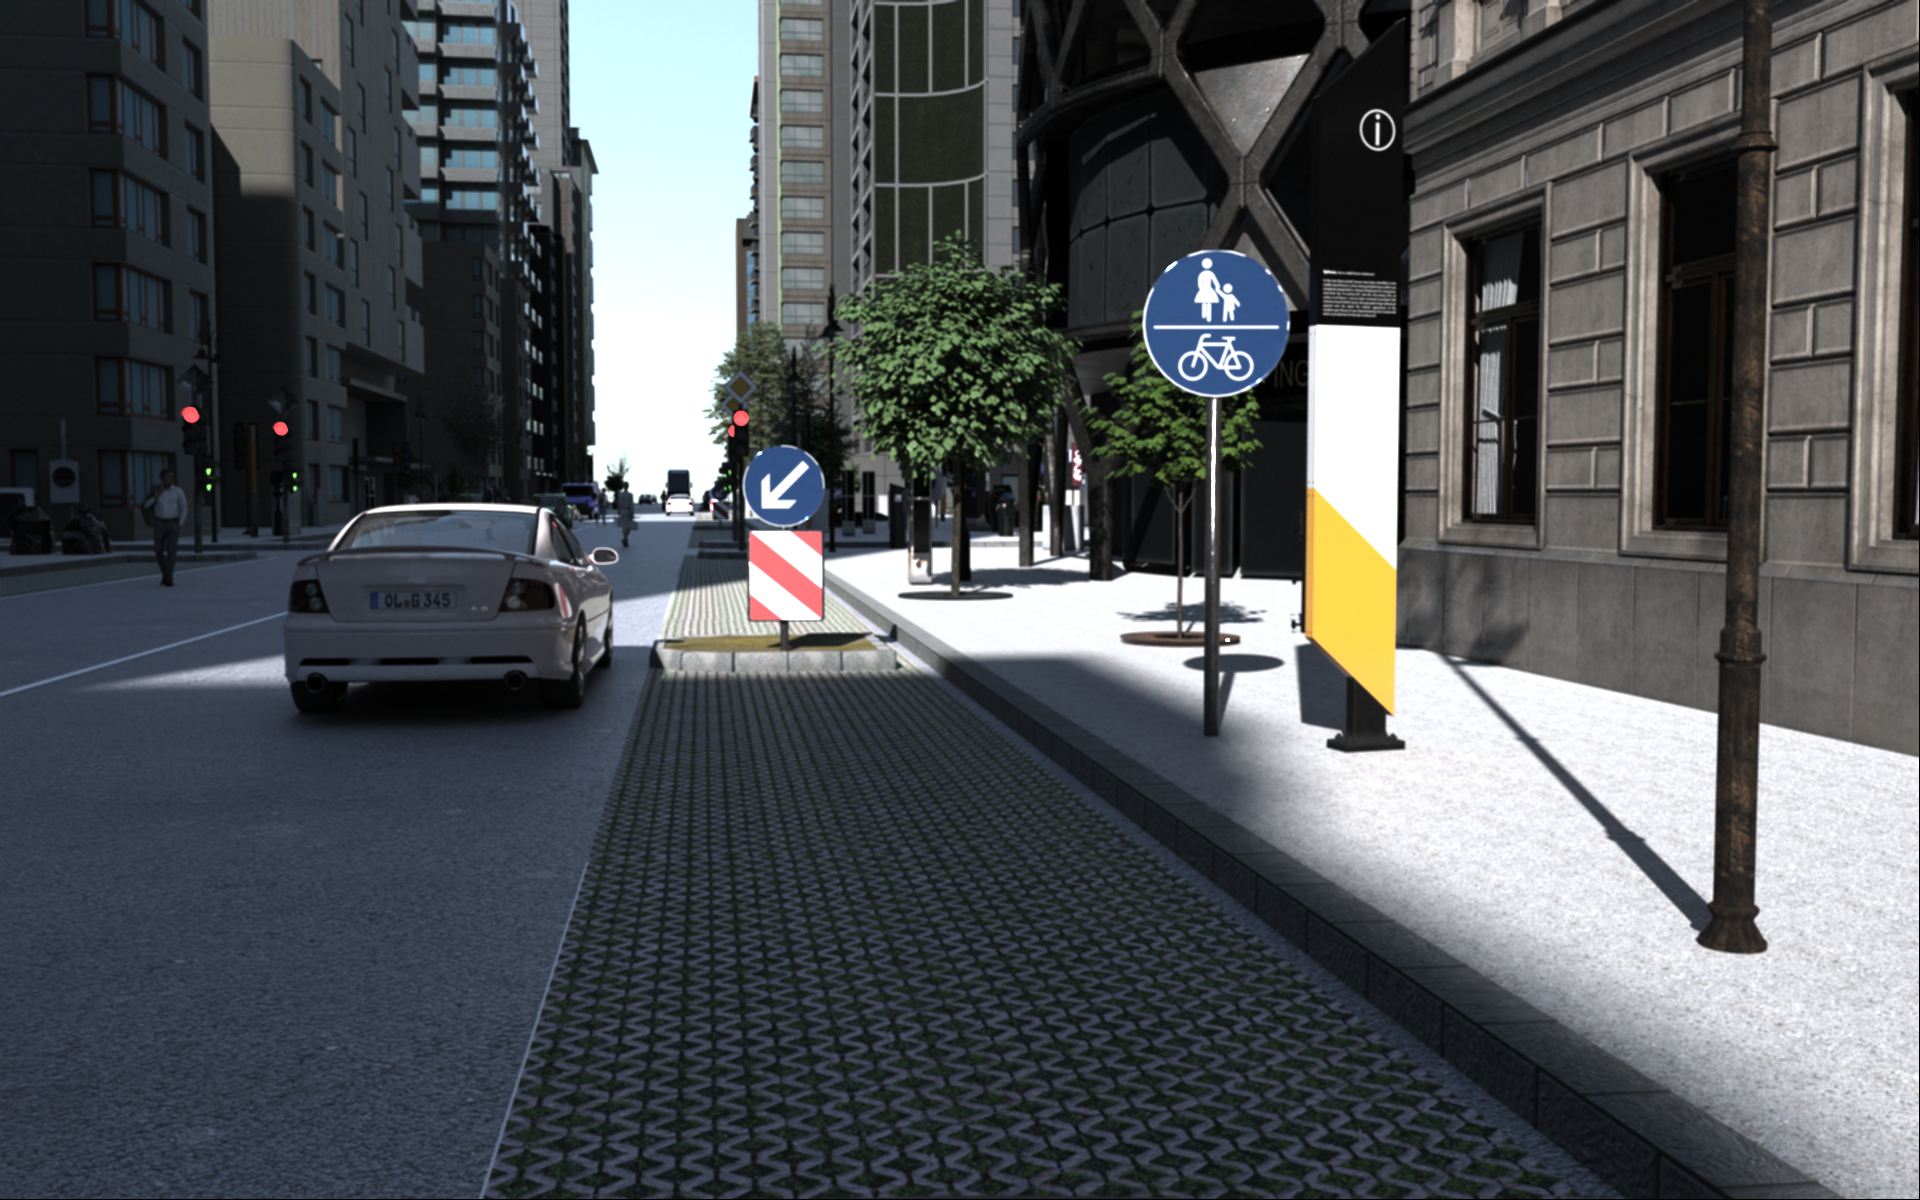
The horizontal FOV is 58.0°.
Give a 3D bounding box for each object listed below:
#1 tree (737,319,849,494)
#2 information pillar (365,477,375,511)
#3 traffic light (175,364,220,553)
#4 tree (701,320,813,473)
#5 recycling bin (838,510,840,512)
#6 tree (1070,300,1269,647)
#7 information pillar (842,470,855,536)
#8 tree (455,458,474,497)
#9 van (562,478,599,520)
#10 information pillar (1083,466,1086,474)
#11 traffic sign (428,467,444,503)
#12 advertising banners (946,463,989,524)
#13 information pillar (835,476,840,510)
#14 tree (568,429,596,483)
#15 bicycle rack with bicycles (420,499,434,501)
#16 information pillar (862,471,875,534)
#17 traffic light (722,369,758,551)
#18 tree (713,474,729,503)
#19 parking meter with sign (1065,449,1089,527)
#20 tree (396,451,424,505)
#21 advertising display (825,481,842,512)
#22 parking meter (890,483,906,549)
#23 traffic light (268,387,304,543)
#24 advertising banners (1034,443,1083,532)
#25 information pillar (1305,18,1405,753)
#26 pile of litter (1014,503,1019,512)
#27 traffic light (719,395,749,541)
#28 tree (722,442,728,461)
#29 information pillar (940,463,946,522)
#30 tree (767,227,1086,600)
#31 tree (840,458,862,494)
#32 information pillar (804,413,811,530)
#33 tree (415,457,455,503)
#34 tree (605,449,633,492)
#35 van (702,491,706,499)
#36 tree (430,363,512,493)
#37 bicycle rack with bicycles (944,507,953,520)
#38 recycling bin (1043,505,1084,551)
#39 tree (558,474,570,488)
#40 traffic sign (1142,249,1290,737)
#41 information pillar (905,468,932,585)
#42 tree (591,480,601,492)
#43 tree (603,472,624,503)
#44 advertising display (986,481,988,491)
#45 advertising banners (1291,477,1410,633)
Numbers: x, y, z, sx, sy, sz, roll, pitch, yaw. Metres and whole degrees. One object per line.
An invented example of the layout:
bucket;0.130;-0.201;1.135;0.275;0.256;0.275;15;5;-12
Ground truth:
tree;-6.818;-7.548;73.765;4.360;8.622;3.978;0;3;0
information pillar;-26.089;-4.409;76.586;0.304;2.012;0.304;2;4;32
traffic light;-16.501;-2.969;37.457;0.839;4.253;0.868;-1;4;-8
tree;-13.193;-11.942;113.384;7.486;12.596;7.792;0;3;0
recycling bin;-7.228;-5.164;96.992;0.722;1.027;0.722;-3;4;-39
tree;1.773;-1.241;14.898;1.663;3.219;1.824;0;3;0
information pillar;-3.396;-2.949;52.709;0.304;2.012;0.304;-2;4;-30
tree;-27.194;-6.048;93.484;1.663;3.219;1.824;0;3;0
van;-21.387;-5.678;97.227;2.240;2.365;5.245;0;4;-7
information pillar;6.379;-5.920;88.150;0.183;3.616;0.504;-3;4;-36
traffic sign;-24.926;-5.033;82.397;0.768;2.556;0.104;0;4;-7
advertising banners;0.326;-4.837;75.270;2.074;3.025;0.090;0;4;4
information pillar;-6.134;-5.765;85.618;0.504;3.616;0.183;3;5;44
tree;-43.175;-14.997;195.555;4.737;8.622;4.395;0;3;0
bicycle rack with bicycles;-36.244;-6.380;117.702;2.852;0.926;2.925;-1;4;-23
information pillar;-2.953;-3.154;56.057;0.304;2.012;0.304;-3;5;-41
traffic light;-4.968;-3.074;39.173;0.839;4.253;0.868;-1;4;-8
tree;-35.506;-16.955;260.924;4.285;4.588;4.351;0;3;0
parking meter with sign;5.012;-4.315;66.812;1.738;3.016;0.543;-2;4;-35
tree;-36.131;-7.834;111.798;4.285;4.588;4.351;0;3;0
advertising display;-6.139;-4.827;84.136;0.974;1.923;0.123;1;4;14
parking meter;-1.464;-1.971;40.629;0.372;1.533;0.369;0;3;0
traffic light;-17.670;-3.452;45.357;0.839;4.253;0.868;-1;4;-8
advertising banners;3.296;-3.833;58.854;2.074;3.025;0.090;-1;4;-15
information pillar;1.967;-1.054;8.593;0.504;3.616;0.183;-1;4;-19
pile of litter;2.803;-5.073;96.909;1.719;0.858;1.176;-1;4;-14
traffic light;-6.136;-3.557;47.072;0.839;4.253;0.868;-1;4;-8
tree;-26.121;-15.608;205.556;4.360;8.622;3.978;0;3;0
information pillar;-0.770;-5.481;80.971;0.183;3.616;0.504;-1;4;-18
tree;-0.137;-2.309;21.471;4.285;4.588;4.351;0;3;0
tree;-5.683;-6.007;92.822;1.663;3.219;1.824;0;3;0
information pillar;-4.419;-3.598;50.186;0.183;3.616;0.504;-1;4;-16
tree;-27.680;-5.878;90.698;1.663;3.219;1.824;0;3;0
tree;-54.352;-19.969;276.851;4.360;8.622;3.978;0;3;0
van;-32.400;-13.280;224.133;2.013;2.044;4.112;-1;4;-8
tree;-27.918;-9.064;98.561;4.360;8.622;3.978;0;3;0
bicycle rack with bicycles;0.654;-4.503;87.009;2.925;0.926;2.852;-3;4;-38
recycling bin;2.366;-1.658;39.655;0.722;1.027;0.722;-2;4;-30
tree;-38.078;-10.564;167.323;1.663;3.219;1.824;0;3;0
traffic sign;1.335;-0.551;9.123;0.768;2.556;0.104;0;4;0
information pillar;-0.566;-1.222;24.475;0.304;2.012;0.304;-1;4;-10
tree;-44.073;-13.175;210.017;1.663;3.219;1.824;0;3;0
tree;-51.372;-16.743;257.466;4.285;4.588;4.351;0;3;0
advertising display;1.232;-4.769;83.184;0.123;1.923;0.974;0;4;8
advertising banners;4.077;-1.220;16.135;2.074;3.025;0.090;-1;4;-14
